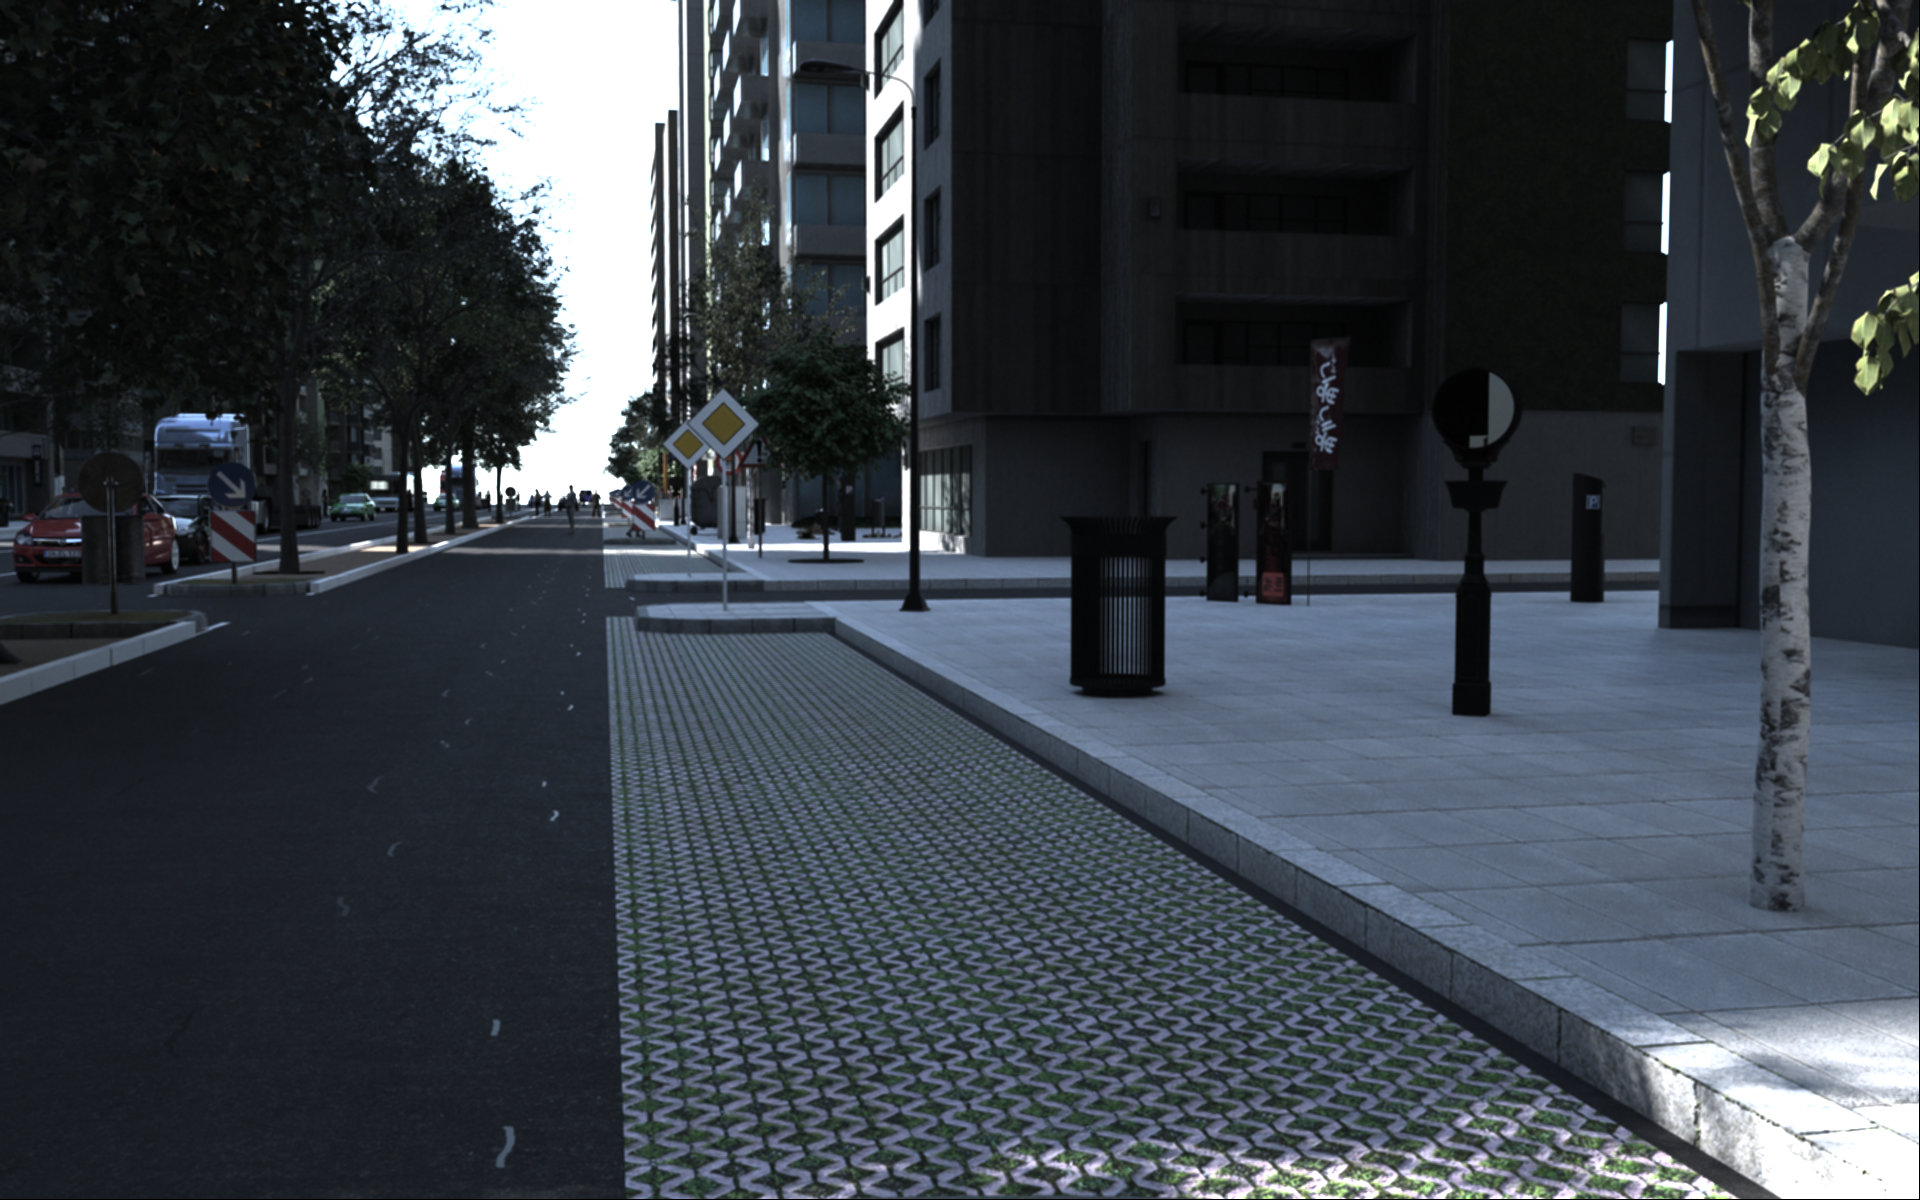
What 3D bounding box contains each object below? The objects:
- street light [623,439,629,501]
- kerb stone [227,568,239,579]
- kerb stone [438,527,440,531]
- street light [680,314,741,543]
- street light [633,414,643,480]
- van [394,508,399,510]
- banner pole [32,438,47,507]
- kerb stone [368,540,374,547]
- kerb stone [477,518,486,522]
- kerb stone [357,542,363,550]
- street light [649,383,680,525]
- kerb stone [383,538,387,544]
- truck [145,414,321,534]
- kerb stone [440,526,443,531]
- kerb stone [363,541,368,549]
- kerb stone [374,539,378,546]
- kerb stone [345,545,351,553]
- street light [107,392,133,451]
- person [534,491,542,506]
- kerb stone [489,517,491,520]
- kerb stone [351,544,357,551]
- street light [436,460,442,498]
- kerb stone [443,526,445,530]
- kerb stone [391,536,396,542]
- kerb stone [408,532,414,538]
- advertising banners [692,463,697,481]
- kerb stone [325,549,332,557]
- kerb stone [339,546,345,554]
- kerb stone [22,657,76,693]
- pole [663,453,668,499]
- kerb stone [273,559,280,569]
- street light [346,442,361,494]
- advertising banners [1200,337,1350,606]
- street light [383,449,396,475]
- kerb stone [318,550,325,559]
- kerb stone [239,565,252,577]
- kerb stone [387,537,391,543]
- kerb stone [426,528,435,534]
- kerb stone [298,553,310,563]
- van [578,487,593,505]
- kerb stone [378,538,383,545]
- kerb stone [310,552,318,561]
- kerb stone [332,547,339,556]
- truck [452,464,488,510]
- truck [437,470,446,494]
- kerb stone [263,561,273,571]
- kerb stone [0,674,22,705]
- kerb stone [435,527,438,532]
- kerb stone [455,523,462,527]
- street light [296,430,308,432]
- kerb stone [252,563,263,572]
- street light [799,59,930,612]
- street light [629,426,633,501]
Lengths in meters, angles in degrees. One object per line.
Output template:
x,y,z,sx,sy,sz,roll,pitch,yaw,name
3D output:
-27.568,-10.667,146.942,1.470,5.913,1.316,-1,4,-12,street light
-12.311,-0.420,29.081,0.120,0.150,1.000,-1,4,-12,kerb stone
-19.782,-2.627,65.209,0.120,0.150,1.000,-1,4,-12,kerb stone
-6.423,-4.422,44.842,1.470,5.913,1.316,-1,4,-12,street light
-18.051,-7.834,100.621,1.470,5.913,1.316,-1,4,-12,street light
-49.703,-9.044,154.874,2.013,2.044,4.112,-1,4,-10,van
-41.266,-5.366,77.746,0.863,3.779,0.401,1,4,10,banner pole
-15.825,-1.465,46.153,0.120,0.150,1.000,-1,4,-12,kerb stone
-24.964,-4.166,90.306,0.120,0.150,1.000,-1,4,-12,kerb stone
-15.424,-1.343,44.149,0.120,0.150,1.000,-1,4,-12,kerb stone
-12.193,-6.128,72.740,1.470,5.913,1.316,-1,4,-12,street light
-16.459,-1.650,49.165,0.120,0.150,1.000,-1,4,-12,kerb stone
-26.334,-4.534,63.897,2.967,4.110,18.799,-1,4,-12,truck
-19.990,-2.681,66.216,0.120,0.150,1.000,-1,4,-12,kerb stone
-15.628,-1.400,45.150,0.120,0.150,1.000,-1,4,-12,kerb stone
-16.043,-1.526,47.151,0.120,0.150,1.000,-1,4,-12,kerb stone
-15.013,-1.218,42.141,0.120,0.150,1.000,-1,4,-12,kerb stone
-38.287,-6.518,79.116,1.470,5.913,1.316,-1,4,-12,street light
-48.736,-11.732,200.301,0.705,1.826,1.348,2,4,29,person
-25.794,-4.410,94.341,0.120,0.150,1.000,-1,4,-12,kerb stone
-15.219,-1.281,43.147,0.120,0.150,1.000,-1,4,-12,kerb stone
-70.528,-16.055,235.035,1.470,5.913,1.316,-1,4,-12,street light
-20.193,-2.747,67.221,0.120,0.150,1.000,-1,4,-12,kerb stone
-16.872,-1.772,51.167,0.120,0.150,1.000,-1,4,-12,kerb stone
-18.333,-2.202,58.199,0.120,0.150,1.000,-1,4,-12,kerb stone
-10.961,-4.752,73.882,0.090,3.025,2.074,-3,4,-36,advertising banners
-14.380,-1.035,39.128,0.120,0.150,1.000,-1,4,-12,kerb stone
-14.803,-1.159,41.140,0.120,0.150,1.000,-1,4,-12,kerb stone
-6.818,0.568,12.902,0.120,0.150,1.000,-1,4,-12,kerb stone
-14.571,-5.619,85.719,0.158,3.312,0.155,0,3,0,pole
-13.134,-0.666,33.090,0.120,0.150,1.000,-1,4,-12,kerb stone
-53.751,-11.067,153.488,1.470,5.913,1.316,-1,4,-12,street light
3.633,-1.463,20.112,0.090,3.025,2.074,-3,5,-43,advertising banners
-58.816,-12.593,178.433,1.470,5.913,1.316,-1,4,-12,street light
-14.174,-0.972,38.122,0.120,0.150,1.000,-1,4,-12,kerb stone
-12.512,-0.479,30.084,0.120,0.150,1.000,-1,4,-12,kerb stone
-16.665,-1.711,50.166,0.120,0.150,1.000,-1,4,-12,kerb stone
-19.362,-2.508,63.208,0.120,0.150,1.000,-1,4,-12,kerb stone
-13.755,-0.851,36.111,0.120,0.150,1.000,-1,4,-12,kerb stone
-51.535,-14.336,238.773,2.240,2.365,5.245,-1,4,-11,van
-16.249,-1.588,48.159,0.120,0.150,1.000,-1,4,-12,kerb stone
-13.961,-0.913,37.116,0.120,0.150,1.000,-1,4,-12,kerb stone
-14.586,-1.093,40.129,0.120,0.150,1.000,-1,4,-12,kerb stone
-45.886,-10.544,162.153,2.967,4.110,18.799,-1,4,-11,truck
-59.398,-13.105,203.183,2.839,4.237,11.283,-1,4,-11,truck
-12.930,-0.605,32.086,0.120,0.150,1.000,-1,4,-12,kerb stone
-6.608,0.630,11.900,0.120,0.150,1.000,-1,4,-12,kerb stone
-19.573,-2.570,64.209,0.120,0.150,1.000,-1,4,-12,kerb stone
-22.062,-3.307,76.260,0.120,0.150,1.000,-1,4,-12,kerb stone
-47.948,-9.361,125.596,1.470,5.913,1.316,-1,4,-12,street light
-12.715,-0.543,31.086,0.120,0.150,1.000,-1,4,-12,kerb stone
-1.029,-2.829,18.793,1.470,5.913,1.316,-1,4,-12,street light
-21.657,-8.916,118.315,1.470,5.913,1.316,-1,4,-12,street light
